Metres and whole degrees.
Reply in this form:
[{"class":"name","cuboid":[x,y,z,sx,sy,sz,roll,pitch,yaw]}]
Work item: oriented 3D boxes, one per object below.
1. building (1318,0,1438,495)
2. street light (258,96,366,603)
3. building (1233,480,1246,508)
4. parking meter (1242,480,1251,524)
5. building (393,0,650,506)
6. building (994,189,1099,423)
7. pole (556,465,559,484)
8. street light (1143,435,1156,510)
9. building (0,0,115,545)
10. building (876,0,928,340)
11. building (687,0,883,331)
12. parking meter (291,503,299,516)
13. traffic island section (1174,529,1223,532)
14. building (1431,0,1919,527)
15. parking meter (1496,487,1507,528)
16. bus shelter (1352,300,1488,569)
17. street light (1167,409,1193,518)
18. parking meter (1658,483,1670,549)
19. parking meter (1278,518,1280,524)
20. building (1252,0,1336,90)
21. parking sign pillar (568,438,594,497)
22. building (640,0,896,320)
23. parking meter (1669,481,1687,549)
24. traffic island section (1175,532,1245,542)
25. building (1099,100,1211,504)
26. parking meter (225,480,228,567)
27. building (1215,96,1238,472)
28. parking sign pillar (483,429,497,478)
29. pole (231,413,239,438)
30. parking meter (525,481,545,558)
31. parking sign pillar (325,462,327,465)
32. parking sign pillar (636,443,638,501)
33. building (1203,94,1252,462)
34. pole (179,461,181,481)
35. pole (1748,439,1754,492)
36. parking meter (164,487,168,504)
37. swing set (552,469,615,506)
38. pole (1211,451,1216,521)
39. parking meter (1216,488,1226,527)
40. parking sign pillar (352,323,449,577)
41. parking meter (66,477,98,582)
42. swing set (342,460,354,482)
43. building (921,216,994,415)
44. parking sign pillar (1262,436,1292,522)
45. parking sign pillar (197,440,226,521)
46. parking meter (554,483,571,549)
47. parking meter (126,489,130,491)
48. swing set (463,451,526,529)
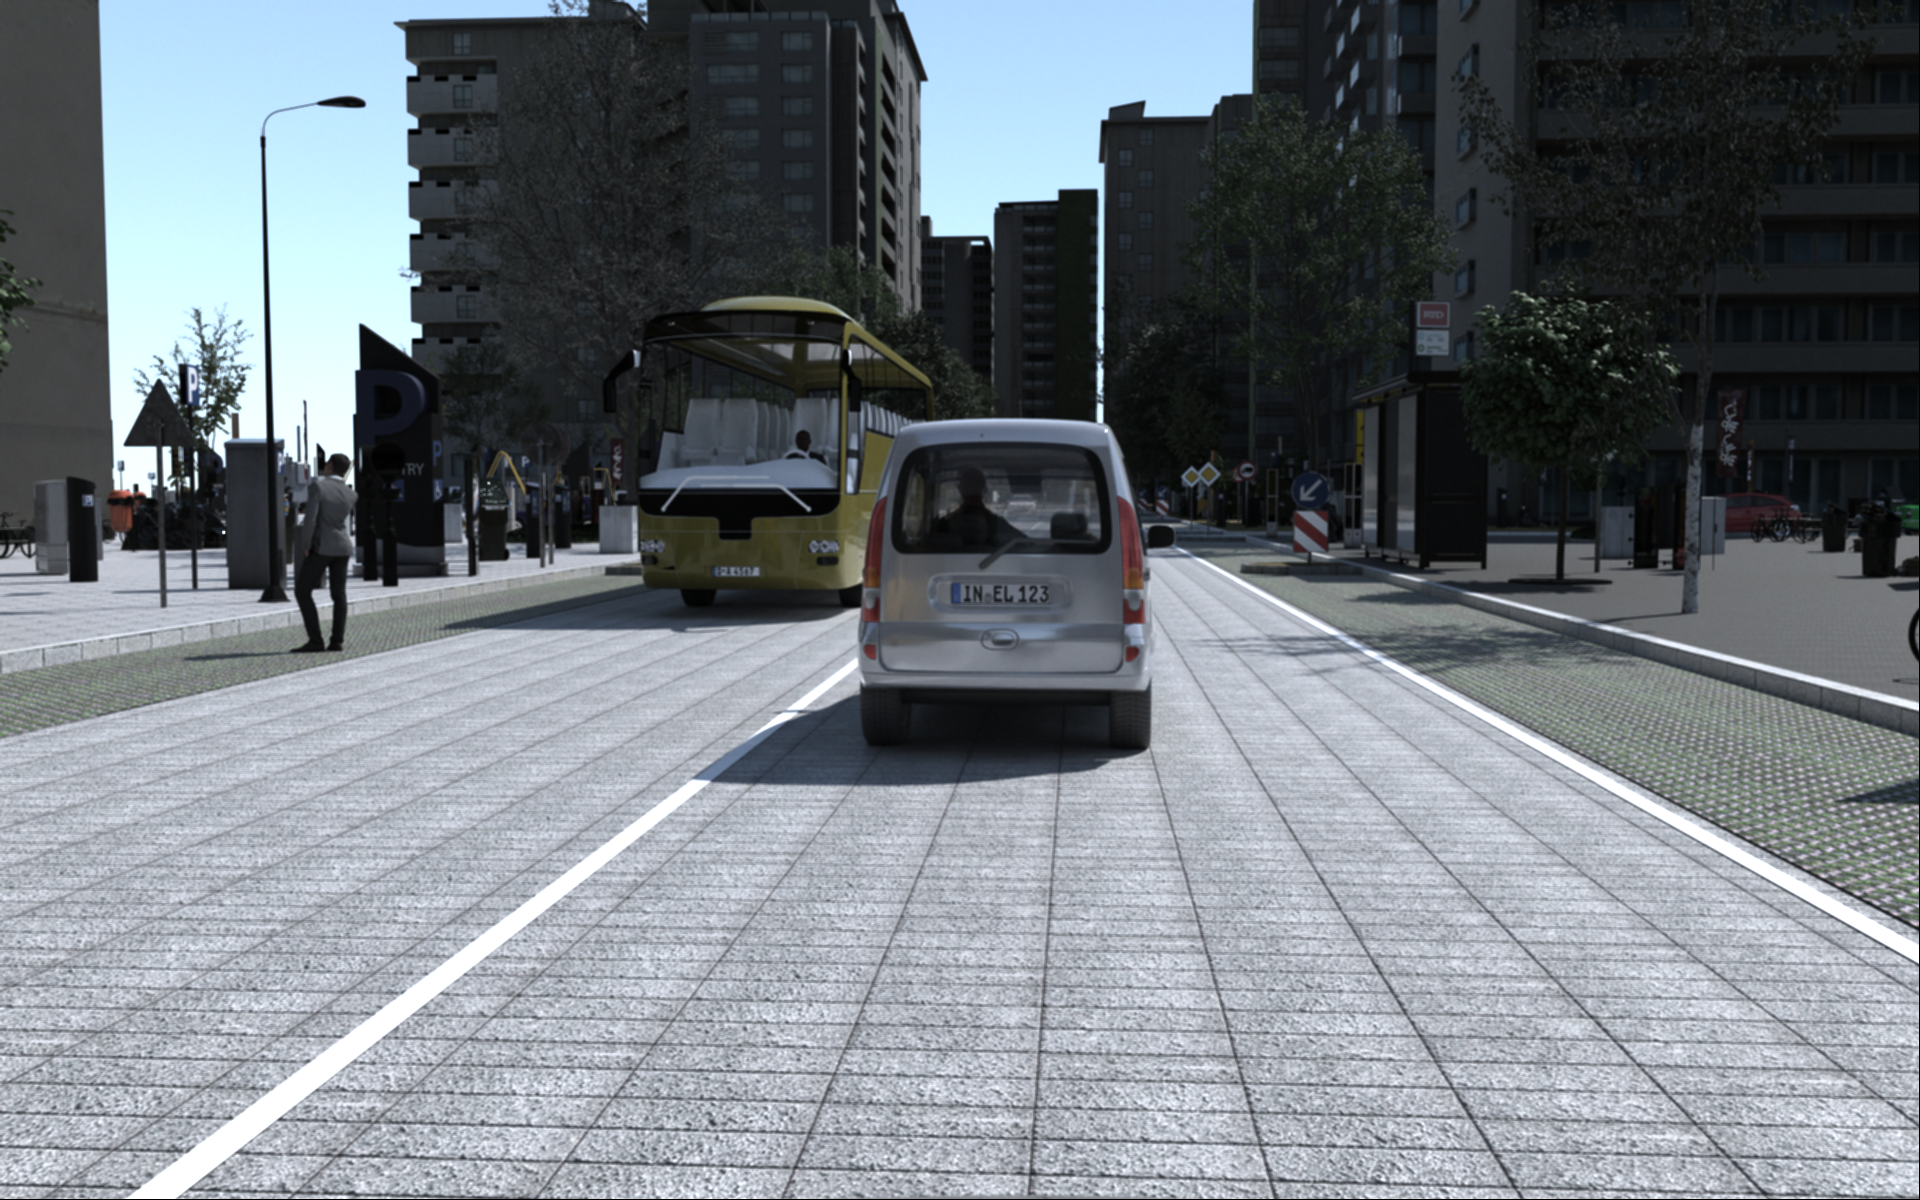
[{"class":"building","cuboid":[37.134,-30.509,118.436,23.786,49.044,30.456,0,4,4]},{"class":"street light","cuboid":[-7.630,-2.928,20.407,1.470,5.913,1.316,0,4,4]},{"class":"building","cuboid":[42.168,-28.705,161.204,32.217,40.220,23.993,0,4,4]},{"class":"parking meter","cuboid":[12.275,-4.186,74.152,0.399,1.863,0.255,0,4,-1]},{"class":"building","cuboid":[-45.850,-36.951,193.391,27.495,52.752,28.713,0,4,4]},{"class":"building","cuboid":[11.641,-33.706,234.682,14.086,41.232,14.154,0,4,4]},{"class":"pole","cuboid":[-26.512,-7.361,114.189,0.158,3.312,0.155,0,3,0]},{"class":"street light","cuboid":[14.699,-9.990,135.879,1.470,5.913,1.316,0,4,4]},{"class":"building","cuboid":[-34.994,-25.302,37.387,21.600,48.544,21.300,0,4,4]},{"class":"building","cuboid":[-18.427,-36.830,191.409,27.495,52.752,28.713,0,4,4]},{"class":"building","cuboid":[-14.168,-28.188,144.470,14.154,41.232,14.086,0,4,4]},{"class":"parking meter","cuboid":[-39.659,-5.964,103.224,0.255,1.863,0.399,1,4,17]},{"class":"traffic island section","cuboid":[8.180,-2.375,61.116,2.009,0.180,2.903,0,4,4]},{"class":"building","cuboid":[32.621,-27.685,76.348,21.600,48.544,21.300,0,4,4]},{"class":"parking meter","cuboid":[20.459,-3.486,65.401,0.372,1.533,0.369,0,3,0]},{"class":"bus shelter","cuboid":[8.944,-3.425,33.634,2.179,5.291,8.768,0,4,4]},{"class":"street light","cuboid":[11.963,-7.443,94.240,1.470,5.913,1.316,0,4,4]},{"class":"parking meter","cuboid":[16.532,-1.966,40.562,0.372,1.533,0.369,0,3,0]},{"class":"parking meter","cuboid":[14.006,-4.248,75.169,0.399,1.863,0.255,3,5,40]},{"class":"building","cuboid":[30.869,-28.083,142.745,14.154,41.232,14.086,0,4,4]},{"class":"parking sign pillar","cuboid":[-18.488,-5.871,84.458,1.447,3.967,1.447,2,4,31]},{"class":"building","cuboid":[-17.663,-32.944,162.337,21.300,48.544,21.600,0,4,4]},{"class":"parking meter","cuboid":[13.981,-1.524,33.334,0.372,1.533,0.369,0,3,0]},{"class":"traffic island section","cuboid":[7.632,-1.888,53.150,2.009,0.180,2.903,0,4,4]},{"class":"building","cuboid":[33.048,-39.798,239.938,27.495,52.752,28.713,0,4,4]},{"class":"parking meter","cuboid":[-12.764,-1.356,30.579,0.372,1.533,0.369,0,3,0]},{"class":"building","cuboid":[33.643,-30.410,180.805,14.154,41.232,14.086,0,4,4]},{"class":"parking sign pillar","cuboid":[-19.390,-5.081,71.552,1.447,3.967,1.447,-1,4,-18]},{"class":"pole","cuboid":[-18.203,-3.042,43.580,0.158,3.312,0.155,0,3,0]},{"class":"parking meter","cuboid":[-8.531,-1.614,34.796,0.372,1.533,0.369,0,3,0]},{"class":"parking sign pillar","cuboid":[-48.579,-8.884,133.732,1.447,3.967,1.447,-1,4,-18]},{"class":"parking sign pillar","cuboid":[-11.270,-4.553,62.914,1.447,3.967,1.447,-3,4,-36]},{"class":"building","cuboid":[34.899,-33.311,194.744,14.600,45.320,14.200,0,4,4]},{"class":"pole","cuboid":[-48.716,-7.002,108.319,0.158,3.312,0.155,0,3,0]},{"class":"pole","cuboid":[29.335,-4.308,64.283,0.158,3.312,0.155,0,3,0]},{"class":"parking meter","cuboid":[-61.326,-7.822,133.593,0.255,1.863,0.399,2,4,26]},{"class":"swing set","cuboid":[-22.866,-6.649,106.333,3.119,2.851,2.862,-2,4,-35]},{"class":"pole","cuboid":[11.881,-5.344,81.222,0.158,3.312,0.155,0,3,0]},{"class":"parking meter","cuboid":[10.139,-3.595,67.197,0.372,1.533,0.369,0,3,0]},{"class":"parking sign pillar","cuboid":[-8.828,-2.370,27.227,1.447,3.967,1.447,0,4,8]},{"class":"parking meter","cuboid":[-12.834,-1.035,25.326,0.372,1.533,0.369,0,3,0]},{"class":"swing set","cuboid":[-26.910,-4.870,77.248,2.862,2.851,3.119,-1,4,-22]},{"class":"building","cuboid":[-6.935,-33.810,244.670,23.993,40.220,32.217,0,4,4]},{"class":"parking sign pillar","cuboid":[14.721,-5.626,80.463,1.447,3.967,1.447,1,4,9]},{"class":"parking sign pillar","cuboid":[-36.142,-5.822,83.667,1.447,3.967,1.447,2,4,24]},{"class":"parking meter","cuboid":[-9.361,-1.981,40.792,0.372,1.533,0.369,0,3,0]},{"class":"parking meter","cuboid":[-41.173,-4.714,85.479,0.372,1.533,0.369,0,3,0]},{"class":"swing set","cuboid":[-16.970,-4.084,64.387,2.862,2.851,3.119,-1,4,-13]}]
